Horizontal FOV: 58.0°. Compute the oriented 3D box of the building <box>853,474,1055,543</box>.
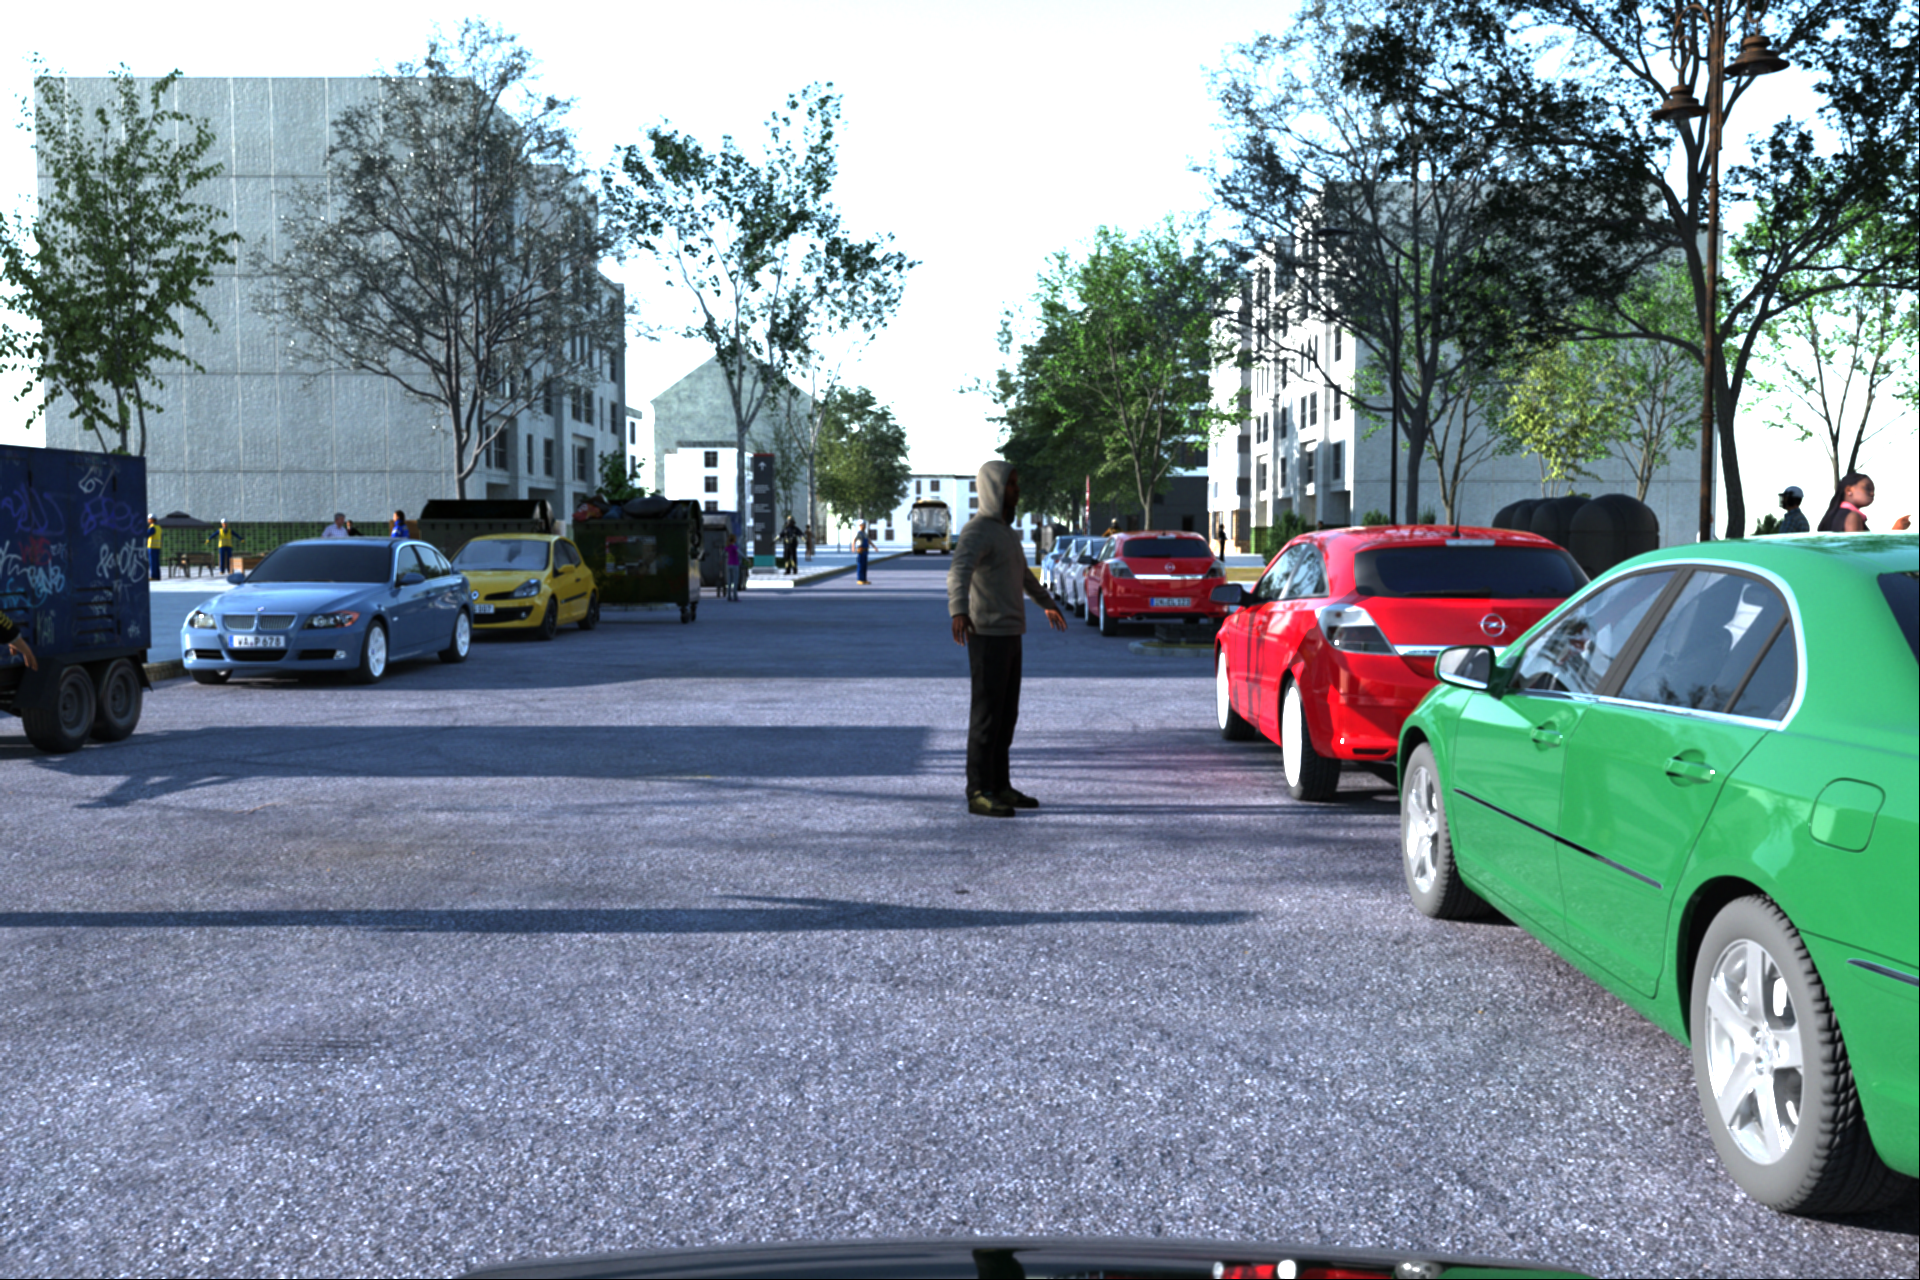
[{"bbox_3d":[-0.764,-18.131,241.052,28.070,9.664,9.099,0,4,-1],"label":"building"}]

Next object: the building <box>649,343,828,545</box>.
[{"bbox_3d":[-25.798,-22.984,206.722,19.493,23.208,18.063,0,4,0],"label":"building"}]

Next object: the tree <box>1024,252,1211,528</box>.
[{"bbox_3d":[6.290,-9.323,70.559,7.486,12.596,7.792,0,3,0],"label":"tree"}]

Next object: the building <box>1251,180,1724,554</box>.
[{"bbox_3d":[26.835,-14.000,95.351,16.747,18.905,31.486,0,4,1],"label":"building"}]

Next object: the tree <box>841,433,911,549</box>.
[{"bbox_3d":[-7.819,-13.358,152.811,7.601,10.594,8.767,-1,4,-16],"label":"tree"}]

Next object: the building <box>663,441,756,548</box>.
[{"bbox_3d":[-24.524,-13.942,170.099,9.099,9.664,28.070,0,4,1],"label":"building"}]

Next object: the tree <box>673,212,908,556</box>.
[{"bbox_3d":[-10.180,-15.102,102.804,12.611,20.169,13.585,0,3,0],"label":"tree"}]

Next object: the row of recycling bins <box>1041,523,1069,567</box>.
[{"bbox_3d":[3.569,-3.588,65.769,1.069,1.692,3.534,0,4,1],"label":"row of recycling bins"}]

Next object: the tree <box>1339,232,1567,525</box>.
[{"bbox_3d":[16.966,-8.213,60.043,9.928,11.665,9.643,0,3,0],"label":"tree"}]

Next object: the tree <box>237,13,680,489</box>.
[{"bbox_3d":[-11.692,-7.969,40.663,12.009,13.543,11.850,0,3,0],"label":"tree"}]

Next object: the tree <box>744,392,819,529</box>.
[{"bbox_3d":[-8.679,-8.483,89.063,4.360,8.622,3.978,0,3,0],"label":"tree"}]

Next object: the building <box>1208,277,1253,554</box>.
[{"bbox_3d":[23.286,-16.467,125.657,16.016,20.090,11.380,0,4,0],"label":"building"}]

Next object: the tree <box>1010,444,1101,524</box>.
[{"bbox_3d":[7.191,-11.660,125.061,8.767,10.594,7.601,-1,4,-20],"label":"tree"}]

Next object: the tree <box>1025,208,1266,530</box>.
[{"bbox_3d":[6.111,-8.011,56.730,9.928,11.665,9.643,0,3,0],"label":"tree"}]

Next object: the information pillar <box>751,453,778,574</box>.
[{"bbox_3d":[-6.312,-4.069,55.908,0.750,3.857,0.750,0,4,3],"label":"information pillar"}]

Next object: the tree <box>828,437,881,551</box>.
[{"bbox_3d":[-8.225,-11.100,131.853,4.737,8.622,4.395,0,3,0],"label":"tree"}]

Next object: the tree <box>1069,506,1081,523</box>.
[{"bbox_3d":[15.970,-17.843,242.097,4.737,8.622,4.395,0,3,0],"label":"tree"}]

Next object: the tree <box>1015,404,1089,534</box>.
[{"bbox_3d":[7.230,-11.462,113.152,9.928,11.665,9.643,0,3,0],"label":"tree"}]

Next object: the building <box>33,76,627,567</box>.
[{"bbox_3d":[-27.384,-13.248,83.064,16.747,18.905,31.486,0,3,0],"label":"building"}]

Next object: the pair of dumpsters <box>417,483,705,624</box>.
[{"bbox_3d":[-6.420,-1.410,28.008,4.436,2.255,1.574,0,4,1],"label":"pair of dumpsters"}]

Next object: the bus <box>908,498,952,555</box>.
[{"bbox_3d":[-1.976,-8.035,122.915,2.896,3.916,12.252,0,4,1],"label":"bus"}]

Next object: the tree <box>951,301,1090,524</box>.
[{"bbox_3d":[6.092,-17.454,141.269,12.611,20.169,13.585,0,3,0],"label":"tree"}]

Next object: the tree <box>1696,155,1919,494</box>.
[{"bbox_3d":[24.479,-7.466,47.821,9.928,11.665,9.643,0,3,0],"label":"tree"}]

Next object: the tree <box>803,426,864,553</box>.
[{"bbox_3d":[-8.364,-10.225,117.537,4.737,8.622,4.395,0,3,0],"label":"tree"}]

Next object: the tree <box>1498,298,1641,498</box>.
[{"bbox_3d":[17.705,-6.185,51.495,4.737,8.622,4.395,0,3,0],"label":"tree"}]

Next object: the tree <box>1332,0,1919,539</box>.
[{"bbox_3d":[8.827,-5.219,19.751,8.767,10.594,7.601,-1,4,-15],"label":"tree"}]

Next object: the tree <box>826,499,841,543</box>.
[{"bbox_3d":[-17.108,-17.775,240.985,4.360,8.622,3.978,0,3,0],"label":"tree"}]

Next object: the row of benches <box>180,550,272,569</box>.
[{"bbox_3d":[-27.387,-3.050,65.338,4.104,0.672,1.422,-3,5,-43],"label":"row of benches"}]

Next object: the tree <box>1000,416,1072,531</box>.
[{"bbox_3d":[6.823,-14.373,153.132,7.486,12.596,7.792,0,3,0],"label":"tree"}]

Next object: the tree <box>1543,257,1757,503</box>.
[{"bbox_3d":[25.547,-8.486,64.497,9.928,11.665,9.643,0,3,0],"label":"tree"}]

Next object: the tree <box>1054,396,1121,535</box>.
[{"bbox_3d":[6.469,-8.410,87.861,4.360,8.622,3.978,0,3,0],"label":"tree"}]

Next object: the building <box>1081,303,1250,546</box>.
[{"bbox_3d":[25.671,-19.909,169.483,27.936,21.610,32.646,0,4,1],"label":"building"}]

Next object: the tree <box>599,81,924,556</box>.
[{"bbox_3d":[-7.721,-13.188,71.518,12.611,20.169,13.585,0,3,0],"label":"tree"}]

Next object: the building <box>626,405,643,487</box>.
[{"bbox_3d":[-26.131,-10.766,118.170,9.099,9.664,28.070,0,4,1],"label":"building"}]

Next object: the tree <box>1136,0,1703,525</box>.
[{"bbox_3d":[9.009,-7.571,34.162,12.009,13.543,11.850,0,3,0],"label":"tree"}]

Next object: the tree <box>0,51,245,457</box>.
[{"bbox_3d":[-12.911,-4.640,26.231,4.737,8.622,4.395,0,3,0],"label":"tree"}]

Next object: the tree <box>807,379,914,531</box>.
[{"bbox_3d":[-7.950,-14.358,141.416,9.857,13.997,8.962,0,3,0],"label":"tree"}]

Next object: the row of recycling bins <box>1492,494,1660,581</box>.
[{"bbox_3d":[6.706,-0.739,19.193,1.069,1.692,3.534,0,4,1],"label":"row of recycling bins"}]

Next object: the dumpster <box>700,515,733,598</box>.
[{"bbox_3d":[-6.109,-1.896,39.214,1.865,1.857,1.264,0,4,1],"label":"dumpster"}]

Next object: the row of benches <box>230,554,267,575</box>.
[{"bbox_3d":[-21.263,-2.436,55.293,1.422,0.672,4.104,2,4,34],"label":"row of benches"}]

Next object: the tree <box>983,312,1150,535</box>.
[{"bbox_3d":[6.440,-11.678,97.594,9.857,13.997,8.962,0,3,0],"label":"tree"}]
